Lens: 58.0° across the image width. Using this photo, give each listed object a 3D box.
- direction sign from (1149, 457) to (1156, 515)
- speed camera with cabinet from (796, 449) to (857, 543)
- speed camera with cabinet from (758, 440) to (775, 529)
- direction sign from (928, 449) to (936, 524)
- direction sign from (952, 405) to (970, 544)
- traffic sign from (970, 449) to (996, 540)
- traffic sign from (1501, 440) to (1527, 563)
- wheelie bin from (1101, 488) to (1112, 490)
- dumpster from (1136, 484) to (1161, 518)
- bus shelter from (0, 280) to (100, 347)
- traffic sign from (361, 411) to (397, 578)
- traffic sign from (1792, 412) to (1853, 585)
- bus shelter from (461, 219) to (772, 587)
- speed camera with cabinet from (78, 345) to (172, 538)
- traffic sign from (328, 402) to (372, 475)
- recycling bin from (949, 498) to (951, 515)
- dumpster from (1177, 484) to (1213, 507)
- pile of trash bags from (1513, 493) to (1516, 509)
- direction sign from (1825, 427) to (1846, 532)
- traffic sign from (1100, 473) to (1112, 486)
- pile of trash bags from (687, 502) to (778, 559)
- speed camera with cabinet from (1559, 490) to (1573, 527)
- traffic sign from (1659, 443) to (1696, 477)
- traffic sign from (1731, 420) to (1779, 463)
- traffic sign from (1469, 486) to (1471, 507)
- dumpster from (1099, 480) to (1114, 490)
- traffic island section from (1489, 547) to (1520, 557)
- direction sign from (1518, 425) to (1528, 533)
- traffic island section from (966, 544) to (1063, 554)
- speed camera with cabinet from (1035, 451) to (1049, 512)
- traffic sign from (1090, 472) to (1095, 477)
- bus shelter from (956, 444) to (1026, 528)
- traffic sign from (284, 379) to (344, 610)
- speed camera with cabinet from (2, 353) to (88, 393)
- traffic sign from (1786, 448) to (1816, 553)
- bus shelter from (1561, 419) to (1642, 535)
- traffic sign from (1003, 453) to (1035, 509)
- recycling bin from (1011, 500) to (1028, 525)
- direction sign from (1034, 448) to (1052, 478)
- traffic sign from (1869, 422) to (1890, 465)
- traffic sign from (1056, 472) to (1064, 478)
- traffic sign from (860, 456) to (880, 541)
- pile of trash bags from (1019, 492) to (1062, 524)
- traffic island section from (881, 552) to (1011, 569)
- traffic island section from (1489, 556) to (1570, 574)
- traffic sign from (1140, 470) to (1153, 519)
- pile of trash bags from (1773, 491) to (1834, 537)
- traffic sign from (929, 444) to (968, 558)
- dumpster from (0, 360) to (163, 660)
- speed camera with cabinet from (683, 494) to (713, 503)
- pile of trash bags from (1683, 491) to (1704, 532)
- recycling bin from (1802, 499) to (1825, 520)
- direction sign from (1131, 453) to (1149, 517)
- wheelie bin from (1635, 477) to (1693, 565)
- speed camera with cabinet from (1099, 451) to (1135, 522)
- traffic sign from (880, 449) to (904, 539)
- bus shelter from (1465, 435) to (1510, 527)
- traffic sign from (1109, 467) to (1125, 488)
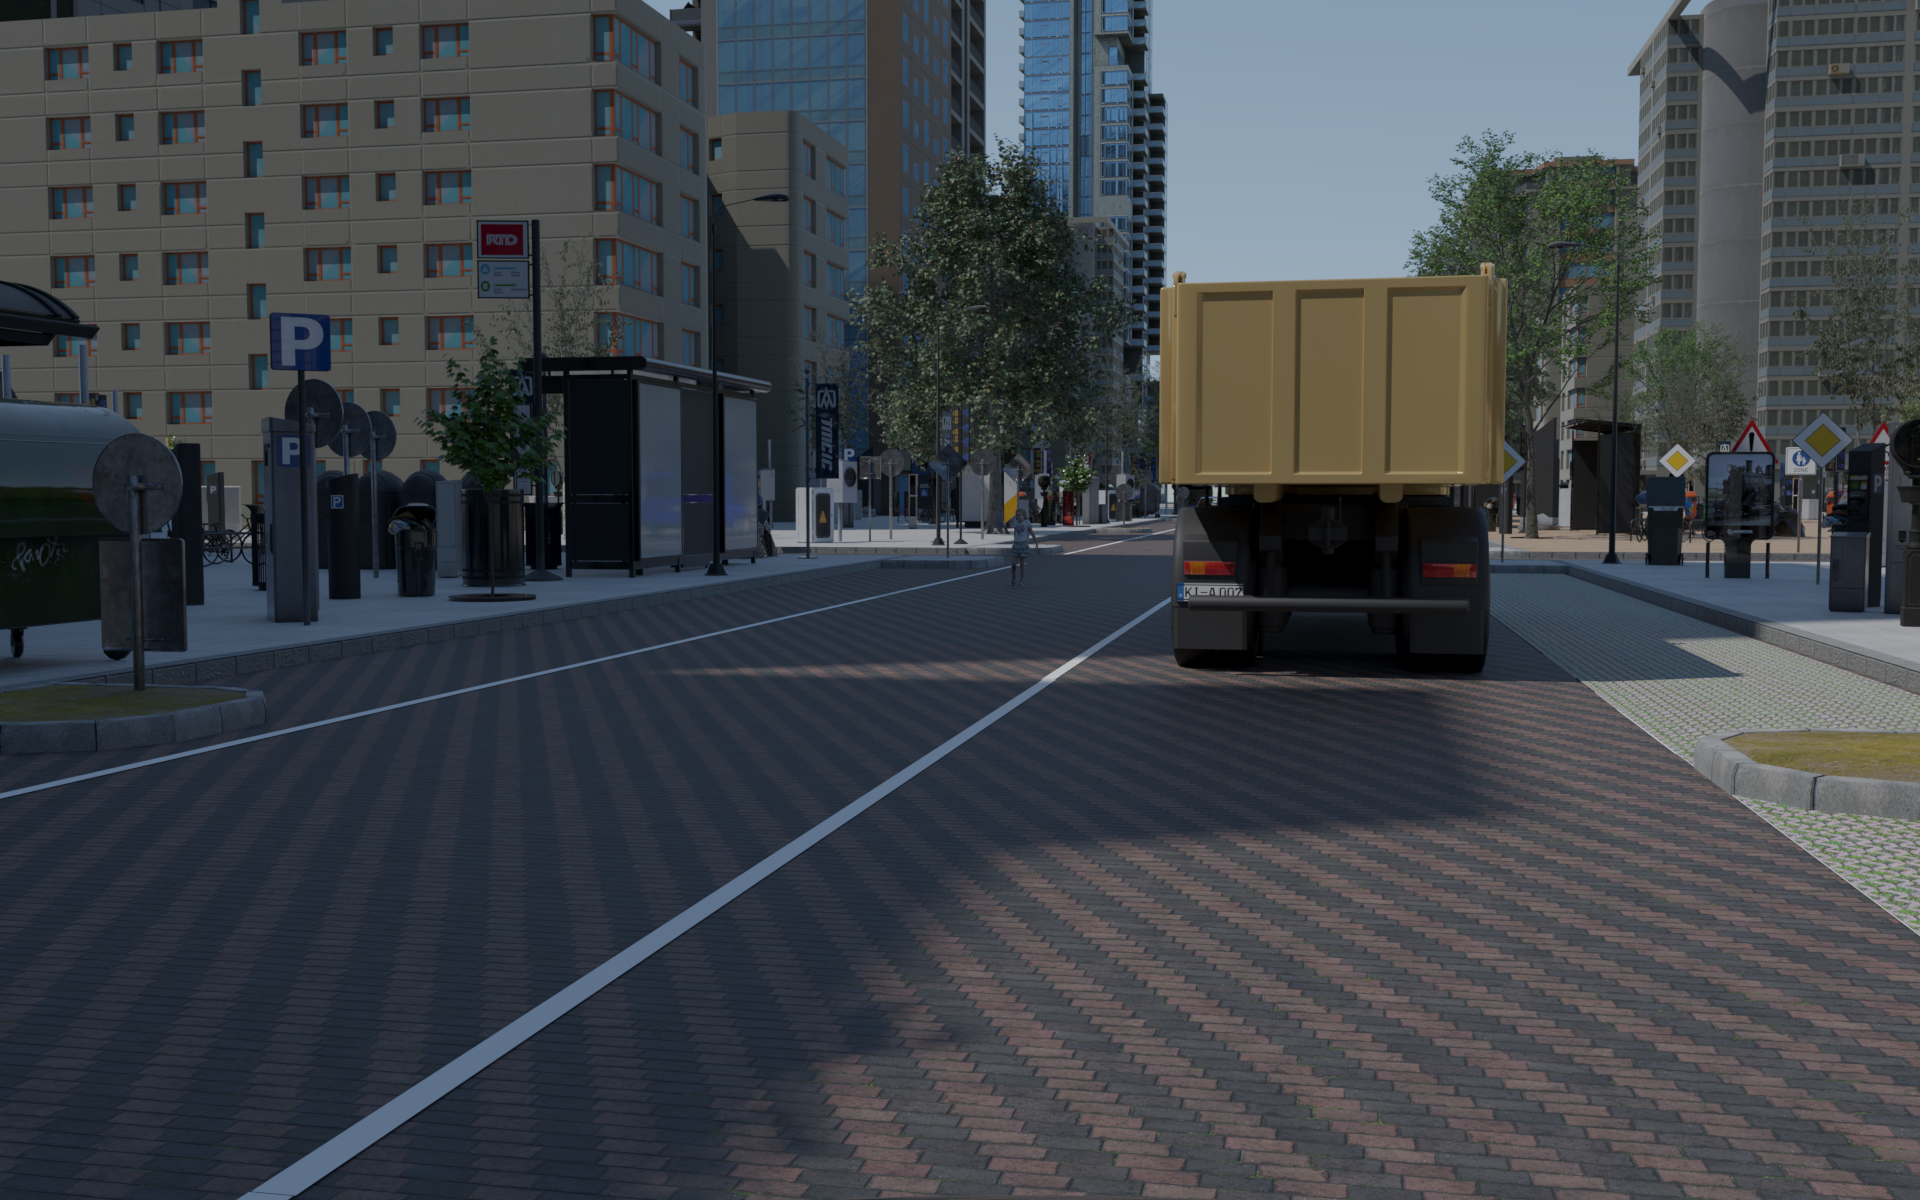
[{"bbox_3d":[11.547,-6.955,105.706,0.876,3.537,0.379,-1,4,-21],"label":"direction sign"},{"bbox_3d":[-3.526,-3.155,45.920,0.660,3.252,2.038,2,4,32],"label":"speed camera with cabinet"},{"bbox_3d":[-7.381,-4.232,63.530,0.660,3.252,2.038,-2,4,-25],"label":"speed camera with cabinet"},{"bbox_3d":[-1.166,-4.967,73.208,0.379,3.537,0.876,0,4,4],"label":"direction sign"},{"bbox_3d":[0.020,-3.199,44.299,0.379,3.537,0.876,-2,4,-29],"label":"direction sign"},{"bbox_3d":[0.633,-2.970,48.660,0.768,2.556,0.104,1,4,14],"label":"traffic sign"},{"bbox_3d":[10.167,-1.760,32.413,0.795,2.450,0.064,1,4,12],"label":"traffic sign"},{"bbox_3d":[7.970,-5.310,94.724,0.980,1.594,0.693,-1,4,-13],"label":"wheelie bin"},{"bbox_3d":[10.140,-5.356,93.337,1.264,1.857,1.865,1,4,12],"label":"dumpster"},{"bbox_3d":[-9.730,-1.229,14.017,2.014,3.302,5.546,1,4,12],"label":"bus shelter"},{"bbox_3d":[-8.942,-1.611,26.450,0.768,2.556,0.104,1,4,18],"label":"traffic sign"},{"bbox_3d":[12.159,-1.425,24.477,0.795,2.450,0.064,1,4,13],"label":"traffic sign"},{"bbox_3d":[-5.455,-3.074,27.899,2.179,5.291,8.768,1,4,12],"label":"bus shelter"},{"bbox_3d":[-11.722,-1.799,23.743,0.660,3.252,2.038,0,4,7],"label":"speed camera with cabinet"},{"bbox_3d":[-8.479,-1.459,23.964,0.768,2.556,0.104,1,4,16],"label":"traffic sign"},{"bbox_3d":[-0.450,-5.843,108.085,0.722,1.027,0.722,0,4,4],"label":"recycling bin"},{"bbox_3d":[12.944,-5.530,95.365,1.985,2.255,1.502,1,4,10],"label":"dumpster"},{"bbox_3d":[27.629,-4.951,90.707,3.447,1.369,1.912,-1,4,-22],"label":"pile of trash bags"},{"bbox_3d":[29.634,-4.079,58.687,0.876,3.537,0.379,-1,4,-22],"label":"direction sign"},{"bbox_3d":[8.811,-6.380,104.420,0.768,2.556,0.104,1,4,14],"label":"traffic sign"},{"bbox_3d":[-5.392,-1.577,35.530,3.447,1.369,1.912,1,4,21],"label":"pile of trash bags"},{"bbox_3d":[24.105,-4.475,67.502,2.038,3.252,0.660,-3,5,-41],"label":"speed camera with cabinet"},{"bbox_3d":[16.353,-2.346,39.539,0.795,2.450,0.064,1,4,17],"label":"traffic sign"},{"bbox_3d":[13.852,-1.858,30.374,0.884,2.594,0.081,1,4,18],"label":"traffic sign"},{"bbox_3d":[11.835,-2.237,40.223,0.795,2.450,0.064,1,4,12],"label":"traffic sign"},{"bbox_3d":[8.833,-6.422,107.492,1.502,2.255,1.985,1,4,12],"label":"dumpster"},{"bbox_3d":[11.859,-1.102,40.295,2.009,0.180,2.903,1,4,12],"label":"traffic island section"},{"bbox_3d":[18.548,-3.967,56.859,0.379,3.537,0.876,3,5,43],"label":"direction sign"},{"bbox_3d":[1.404,-1.238,42.524,2.009,0.180,2.903,1,4,12],"label":"traffic island section"},{"bbox_3d":[3.831,-5.211,79.531,0.660,3.252,2.038,1,4,10],"label":"speed camera with cabinet"},{"bbox_3d":[7.394,-6.079,99.503,0.768,2.556,0.104,1,4,17],"label":"traffic sign"},{"bbox_3d":[1.105,-4.516,67.764,2.014,3.302,5.546,1,4,12],"label":"bus shelter"},{"bbox_3d":[-7.153,-1.165,19.154,0.768,2.556,0.104,1,4,17],"label":"traffic sign"},{"bbox_3d":[-12.981,-1.882,25.113,2.038,3.252,0.660,-2,4,-24],"label":"speed camera with cabinet"},{"bbox_3d":[18.387,-2.189,37.917,0.606,2.300,0.079,1,4,20],"label":"traffic sign"},{"bbox_3d":[21.071,-4.024,57.067,1.731,3.624,6.357,1,4,12],"label":"bus shelter"},{"bbox_3d":[1.429,-2.374,42.457,0.795,2.450,0.064,1,4,12],"label":"traffic sign"},{"bbox_3d":[2.379,-3.655,72.313,0.722,1.027,0.722,-2,4,-29],"label":"recycling bin"},{"bbox_3d":[4.039,-5.678,84.825,0.876,3.537,0.379,1,4,10],"label":"direction sign"},{"bbox_3d":[16.686,-1.919,31.383,0.884,2.594,0.081,1,4,17],"label":"traffic sign"},{"bbox_3d":[4.571,-4.637,76.994,0.795,2.450,0.064,1,4,14],"label":"traffic sign"},{"bbox_3d":[-2.440,-2.740,46.921,0.606,2.300,0.079,1,4,21],"label":"traffic sign"},{"bbox_3d":[3.201,-3.961,74.507,1.912,1.369,3.447,2,4,24],"label":"pile of trash bags"},{"bbox_3d":[-0.264,-0.760,34.714,2.009,0.180,2.903,1,4,12],"label":"traffic island section"},{"bbox_3d":[10.192,-0.624,32.485,2.009,0.180,2.903,1,4,12],"label":"traffic island section"},{"bbox_3d":[9.719,-5.546,90.775,0.768,2.556,0.104,1,4,21],"label":"traffic sign"},{"bbox_3d":[24.972,-2.605,52.349,3.447,1.369,1.912,1,4,10],"label":"pile of trash bags"},{"bbox_3d":[-0.239,-1.896,34.648,0.795,2.450,0.064,1,4,12],"label":"traffic sign"},{"bbox_3d":[-7.069,-0.620,12.628,1.502,2.255,1.985,1,4,12],"label":"dumpster"},{"bbox_3d":[-8.112,-3.630,53.691,2.038,3.252,0.660,0,3,0],"label":"speed camera with cabinet"},{"bbox_3d":[25.350,-3.096,60.377,1.912,1.369,3.447,1,4,17],"label":"pile of trash bags"},{"bbox_3d":[41.989,-4.455,85.397,0.722,1.027,0.722,0,4,-2],"label":"recycling bin"},{"bbox_3d":[9.890,-6.376,96.252,0.876,3.537,0.379,-1,4,-17],"label":"direction sign"},{"bbox_3d":[12.736,-1.434,31.347,0.980,1.594,0.693,1,4,22],"label":"wheelie bin"},{"bbox_3d":[7.183,-5.211,79.531,0.660,3.252,2.038,3,5,43],"label":"speed camera with cabinet"},{"bbox_3d":[-1.954,-2.985,48.907,0.768,2.556,0.104,1,4,19],"label":"traffic sign"},{"bbox_3d":[20.314,-4.664,67.543,1.731,3.624,6.357,1,4,12],"label":"bus shelter"},{"bbox_3d":[7.361,-4.961,81.223,0.768,2.556,0.104,1,4,15],"label":"traffic sign"}]
